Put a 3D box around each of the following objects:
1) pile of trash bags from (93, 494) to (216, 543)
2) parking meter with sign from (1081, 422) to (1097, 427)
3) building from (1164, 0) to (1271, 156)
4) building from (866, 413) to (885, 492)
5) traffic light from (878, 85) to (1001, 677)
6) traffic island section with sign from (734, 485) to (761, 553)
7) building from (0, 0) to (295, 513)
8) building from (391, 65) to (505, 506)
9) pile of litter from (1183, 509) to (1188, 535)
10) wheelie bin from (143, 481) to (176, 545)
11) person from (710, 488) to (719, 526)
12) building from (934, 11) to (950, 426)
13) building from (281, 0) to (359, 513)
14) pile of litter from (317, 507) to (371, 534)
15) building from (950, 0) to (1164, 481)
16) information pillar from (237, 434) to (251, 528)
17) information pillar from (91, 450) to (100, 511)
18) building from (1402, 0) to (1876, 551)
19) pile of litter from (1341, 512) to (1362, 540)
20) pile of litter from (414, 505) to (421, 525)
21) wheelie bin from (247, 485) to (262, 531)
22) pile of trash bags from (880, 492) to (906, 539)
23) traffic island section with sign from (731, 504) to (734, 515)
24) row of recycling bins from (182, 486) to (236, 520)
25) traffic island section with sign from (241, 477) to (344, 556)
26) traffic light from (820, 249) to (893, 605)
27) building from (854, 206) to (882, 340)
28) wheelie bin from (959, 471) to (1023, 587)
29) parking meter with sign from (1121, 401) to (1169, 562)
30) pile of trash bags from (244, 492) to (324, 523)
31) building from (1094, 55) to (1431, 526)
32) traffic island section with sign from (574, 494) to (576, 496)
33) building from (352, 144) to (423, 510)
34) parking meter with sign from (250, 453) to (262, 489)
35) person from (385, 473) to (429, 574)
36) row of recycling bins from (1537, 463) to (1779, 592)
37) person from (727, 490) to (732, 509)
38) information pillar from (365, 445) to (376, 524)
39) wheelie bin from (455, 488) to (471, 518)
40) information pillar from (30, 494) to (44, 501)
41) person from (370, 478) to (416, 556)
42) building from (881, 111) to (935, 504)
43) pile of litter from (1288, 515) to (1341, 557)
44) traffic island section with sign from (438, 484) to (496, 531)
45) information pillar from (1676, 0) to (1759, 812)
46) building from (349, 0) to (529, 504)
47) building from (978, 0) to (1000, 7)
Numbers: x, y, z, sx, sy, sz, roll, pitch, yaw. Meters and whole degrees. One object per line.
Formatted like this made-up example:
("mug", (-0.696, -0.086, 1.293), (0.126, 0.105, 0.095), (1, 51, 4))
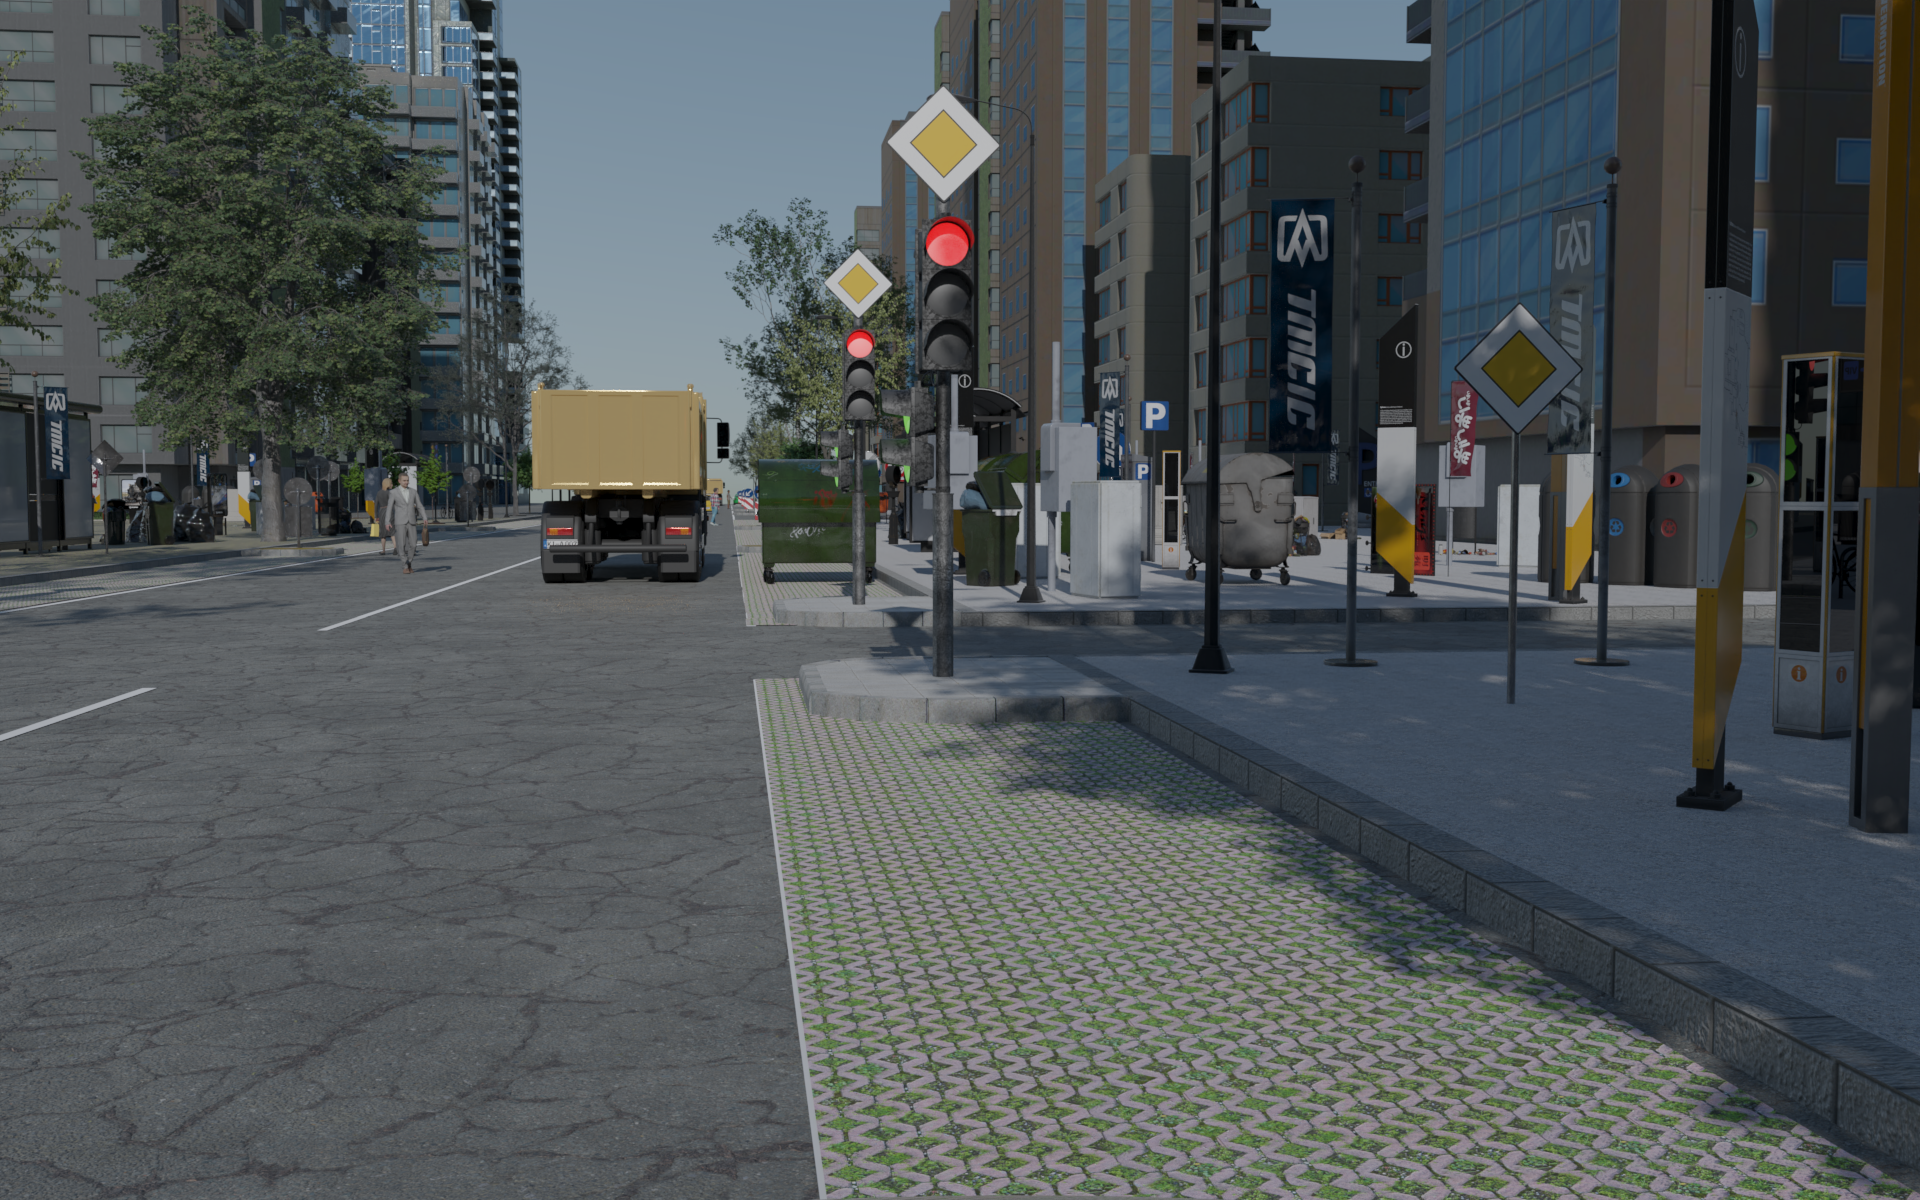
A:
("pile of trash bags", (-21.605, -2.206, 45.814), (3.447, 1.369, 1.912), (-2, 4, -29))
("parking meter with sign", (2.460, -2.785, 41.803), (1.738, 3.016, 0.543), (-3, 4, -36))
("building", (10.446, -28.060, 108.894), (14.600, 45.320, 14.200), (0, 4, -8))
("building", (1.453, -23.442, 228.308), (27.650, 21.520, 28.899), (0, 4, -8))
("traffic light", (-0.138, -1.417, 12.086), (0.839, 4.253, 0.868), (0, 4, -8))
("traffic island section with sign", (-4.506, -2.089, 42.778), (1.989, 1.847, 2.006), (0, 4, -8))
("building", (-46.634, -25.279, 96.901), (14.154, 41.232, 14.086), (0, 4, -8))
("building", (-65.568, -35.517, 200.313), (23.786, 49.044, 30.456), (0, 4, -8))
("pile of litter", (7.226, -2.467, 54.294), (1.176, 0.858, 1.719), (-1, 4, -20))
("wheelie bin", (-20.184, -2.185, 43.637), (0.693, 1.594, 0.980), (-3, 4, -36))
("person", (-11.179, -4.248, 78.792), (0.643, 1.720, 0.563), (-3, 5, -39))
("building", (4.532, -28.635, 151.777), (14.154, 41.232, 14.086), (0, 4, -8))
("building", (-54.138, -30.488, 118.092), (23.786, 49.044, 30.456), (0, 4, -8))
("pile of litter", (-20.042, -2.583, 56.202), (1.719, 0.858, 1.176), (-1, 4, -13))
("building", (6.944, -29.792, 137.213), (14.600, 45.320, 14.200), (0, 4, -8))
("information pillar", (-26.661, -4.476, 64.533), (0.504, 3.616, 0.183), (1, 4, 11))
("information pillar", (-44.152, -5.932, 88.337), (0.183, 3.616, 0.504), (3, 5, 39))
("building", (20.432, -23.976, 42.114), (14.200, 45.320, 14.600), (0, 4, -8))
("pile of litter", (10.847, -2.167, 49.395), (1.176, 0.858, 1.719), (1, 4, 10))
("pile of litter", (-22.968, -3.543, 71.886), (1.176, 0.858, 1.719), (-1, 4, -13))
("wheelie bin", (-24.092, -3.165, 59.658), (0.693, 1.594, 0.980), (2, 4, 26))
("pile of trash bags", (-0.279, -2.476, 50.241), (3.447, 1.369, 1.912), (-2, 4, -31))
("traffic island section with sign", (-8.058, -3.723, 69.499), (1.989, 1.847, 2.006), (0, 4, -8))
("row of recycling bins", (-36.863, -4.848, 86.371), (3.534, 1.692, 1.069), (-2, 4, -27))
("traffic island section with sign", (-15.583, -1.956, 40.601), (1.989, 1.847, 2.006), (0, 4, -8))
("traffic light", (-1.192, -1.901, 20.001), (0.839, 4.253, 0.868), (0, 4, -8))
("building", (-8.195, -34.524, 248.067), (14.154, 41.232, 14.086), (0, 4, -8))
("wheelie bin", (0.400, -0.998, 24.218), (0.980, 1.594, 0.693), (-3, 5, -45))
("parking meter with sign", (3.423, -2.269, 33.353), (0.543, 3.016, 1.738), (-1, 4, -16))
("pile of trash bags", (-30.408, -4.189, 78.246), (1.912, 1.369, 3.447), (3, 5, 42))
("building", (23.150, -14.656, 84.660), (27.650, 21.520, 28.899), (0, 4, -8))
("traffic island section with sign", (-25.843, -6.673, 117.737), (1.989, 1.847, 2.006), (0, 4, -8))
("building", (-52.677, -22.638, 141.834), (14.160, 30.474, 14.107), (0, 4, -8))
("parking meter with sign", (-29.991, -4.731, 73.620), (0.543, 3.016, 1.738), (-3, 4, -36))
("person", (-9.942, -1.377, 31.137), (0.709, 1.813, 0.853), (-3, 4, -38))
("row of recycling bins", (9.711, -1.045, 24.195), (1.069, 1.692, 3.534), (-3, 5, -39))
("person", (-21.878, -9.513, 164.044), (0.705, 1.824, 1.348), (1, 4, 11))
("information pillar", (-25.055, -5.026, 73.536), (0.183, 3.616, 0.504), (1, 4, 17))
("wheelie bin", (-24.164, -4.665, 84.187), (0.693, 1.594, 0.980), (-3, 4, -38))
("information pillar", (-34.885, -4.528, 65.384), (0.504, 3.616, 0.183), (-1, 4, -16))
("person", (-13.238, -1.935, 40.359), (0.699, 1.804, 1.509), (-2, 4, -33))
("building", (-1.731, -33.878, 204.012), (14.600, 45.320, 14.200), (0, 4, -8))
("pile of litter", (6.821, -1.348, 36.006), (1.719, 0.858, 1.176), (-2, 4, -32))
("traffic island section with sign", (-19.134, -3.591, 67.337), (1.989, 1.847, 2.006), (0, 4, -8))
("information pillar", (3.157, -0.965, 7.141), (0.183, 3.616, 0.504), (3, 4, 36))
("building", (-68.789, -56.086, 229.682), (22.319, 86.520, 31.000), (0, 4, -8))
("building", (8.088, -26.890, 123.250), (14.154, 41.232, 14.086), (0, 4, -8))
